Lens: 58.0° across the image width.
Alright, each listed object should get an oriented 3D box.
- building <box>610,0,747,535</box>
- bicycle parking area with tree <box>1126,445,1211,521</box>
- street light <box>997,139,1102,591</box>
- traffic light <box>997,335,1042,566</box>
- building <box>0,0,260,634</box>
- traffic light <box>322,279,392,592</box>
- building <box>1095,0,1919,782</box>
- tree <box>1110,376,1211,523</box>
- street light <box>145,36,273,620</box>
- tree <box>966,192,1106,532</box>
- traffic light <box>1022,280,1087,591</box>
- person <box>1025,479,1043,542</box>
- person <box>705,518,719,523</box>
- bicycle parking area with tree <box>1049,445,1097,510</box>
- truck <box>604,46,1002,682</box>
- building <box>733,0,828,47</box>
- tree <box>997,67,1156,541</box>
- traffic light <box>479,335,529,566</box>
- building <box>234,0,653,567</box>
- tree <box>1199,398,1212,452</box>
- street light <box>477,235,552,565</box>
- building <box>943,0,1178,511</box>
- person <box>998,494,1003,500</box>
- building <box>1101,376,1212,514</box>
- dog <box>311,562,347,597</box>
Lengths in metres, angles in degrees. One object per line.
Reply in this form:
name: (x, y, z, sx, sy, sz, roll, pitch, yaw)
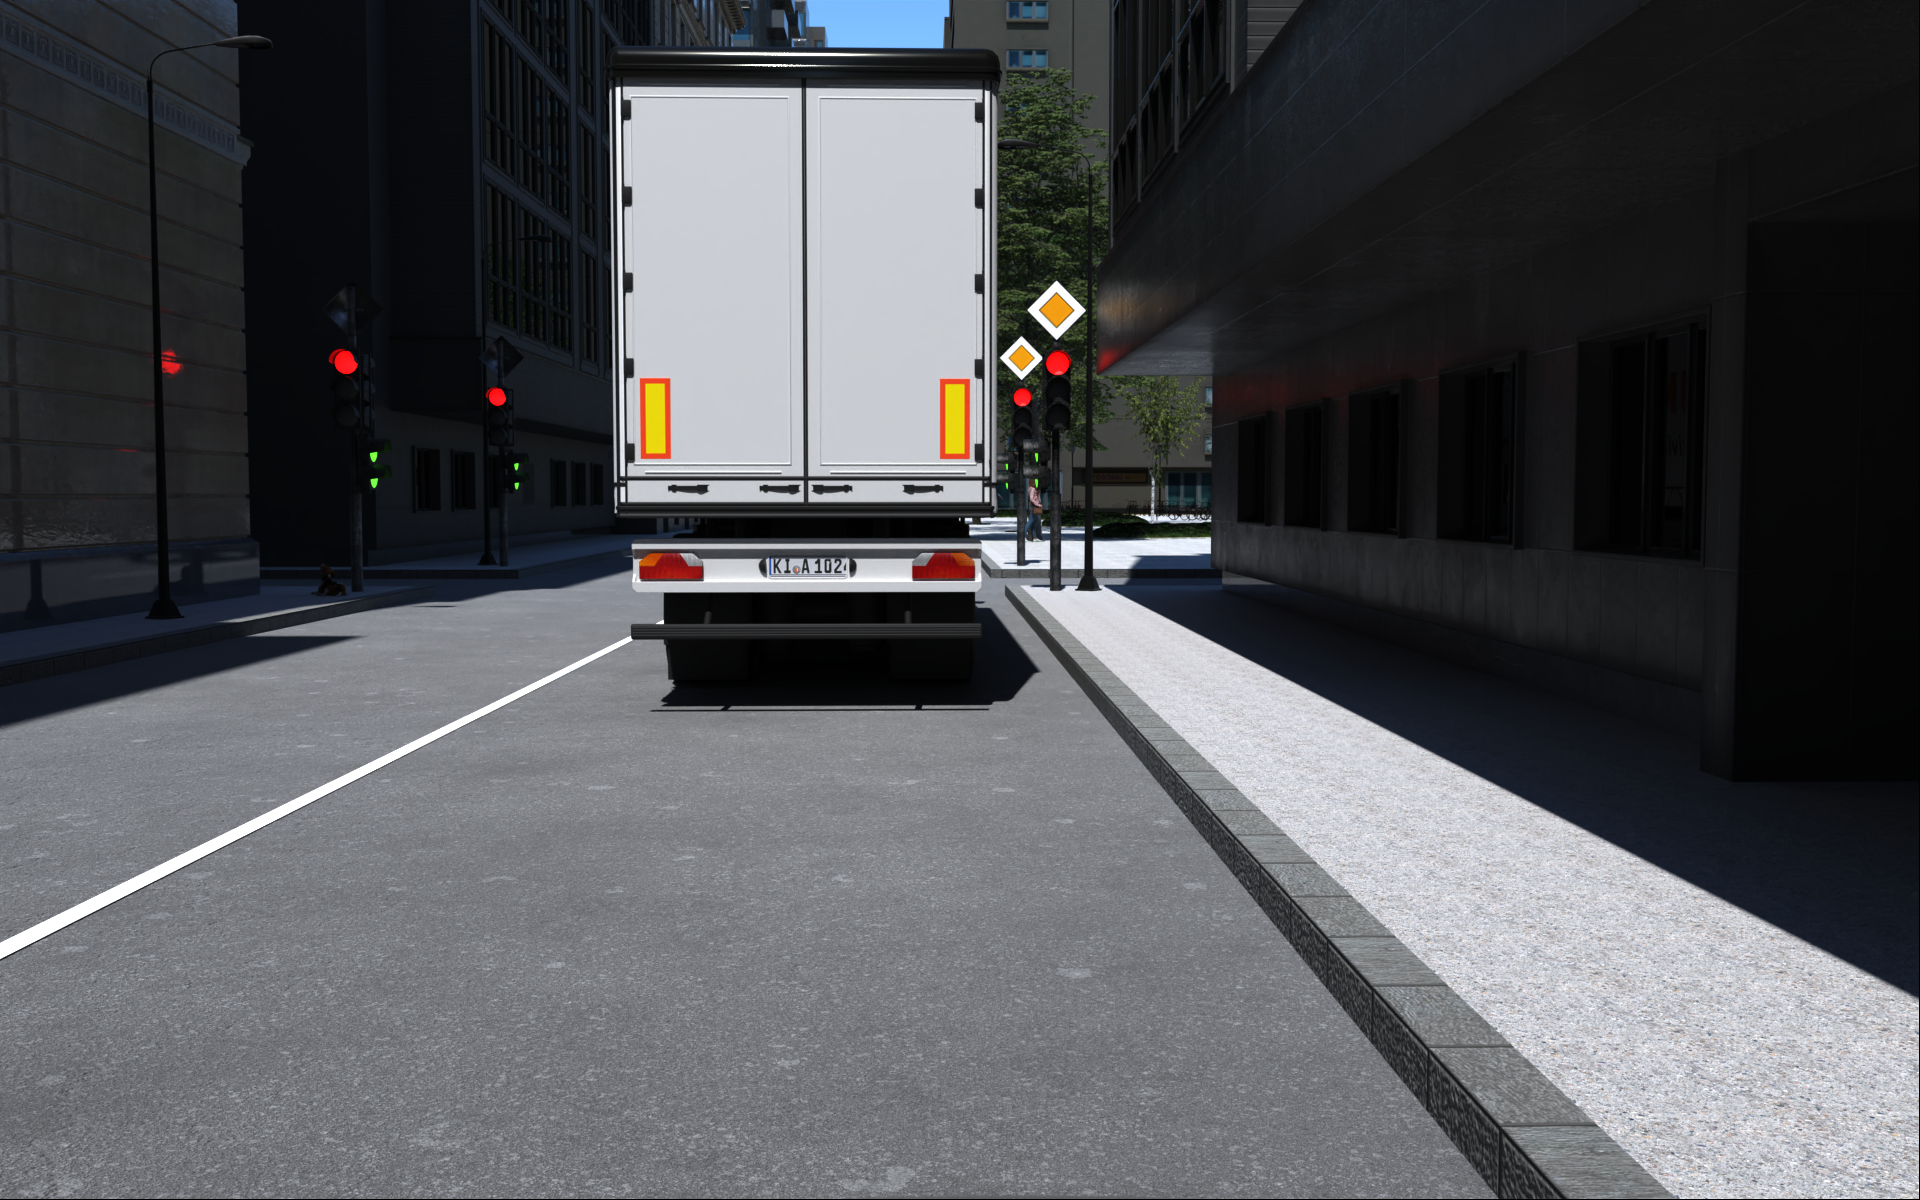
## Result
building: (-15.517, -16.440, 66.065, 12.463, 27.353, 25.104, 0, 4, -1)
bicycle parking area with tree: (14.131, -5.962, 84.480, 8.231, 4.147, 9.016, -3, 5, -40)
street light: (1.170, -3.078, 22.866, 1.470, 5.913, 1.316, 0, 4, -1)
traffic light: (1.073, -2.565, 30.864, 0.839, 4.253, 0.868, 0, 4, -1)
building: (-18.540, -14.005, 14.881, 20.117, 28.700, 13.634, 0, 4, -1)
traffic light: (-7.910, -2.064, 22.664, 0.839, 4.253, 0.868, 0, 4, -1)
building: (9.163, -11.538, 7.708, 14.314, 24.678, 30.058, 0, 4, -1)
tree: (8.715, -7.683, 75.980, 4.737, 8.622, 4.395, 0, 3, 0)
street light: (-7.671, -2.763, 17.711, 1.470, 5.913, 1.316, 0, 4, -1)
tree: (1.973, -8.099, 58.173, 9.928, 11.665, 9.643, 0, 3, 0)
traffic light: (1.249, -2.077, 22.881, 0.839, 4.253, 0.868, 0, 4, -1)
person: (1.906, -2.423, 46.246, 0.643, 1.750, 0.593, 0, 4, -7)
person: (-5.157, -1.675, 35.700, 0.655, 1.846, 0.447, 3, 5, 39)
bicycle parking area with tree: (9.109, -6.971, 100.980, 8.231, 4.147, 9.016, 0, 4, 7)
truck: (-1.165, -1.687, 16.502, 2.839, 4.237, 11.283, 0, 4, -2)
building: (-27.000, -33.588, 168.779, 30.456, 49.044, 23.786, 0, 4, -1)
tree: (1.843, -7.855, 46.556, 7.486, 12.596, 7.792, 0, 3, 0)
traffic light: (-8.085, -2.552, 30.647, 0.839, 4.253, 0.868, 0, 4, -1)
building: (-16.019, -15.164, 41.442, 14.314, 27.812, 24.014, 0, 4, -1)
tree: (16.701, -9.376, 103.666, 4.360, 8.622, 3.978, 0, 3, 0)
street light: (-8.008, -3.587, 31.182, 1.470, 5.913, 1.316, 0, 4, -1)
building: (8.997, -33.470, 170.938, 21.300, 48.544, 21.600, 0, 4, -1)
person: (2.024, -6.236, 107.984, 1.348, 1.826, 0.705, -1, 4, -12)
building: (10.079, -30.337, 119.705, 21.300, 48.544, 21.600, 0, 4, -1)
dog: (-8.022, -0.255, 21.898, 0.550, 0.427, 0.748, 0, 4, -4)
